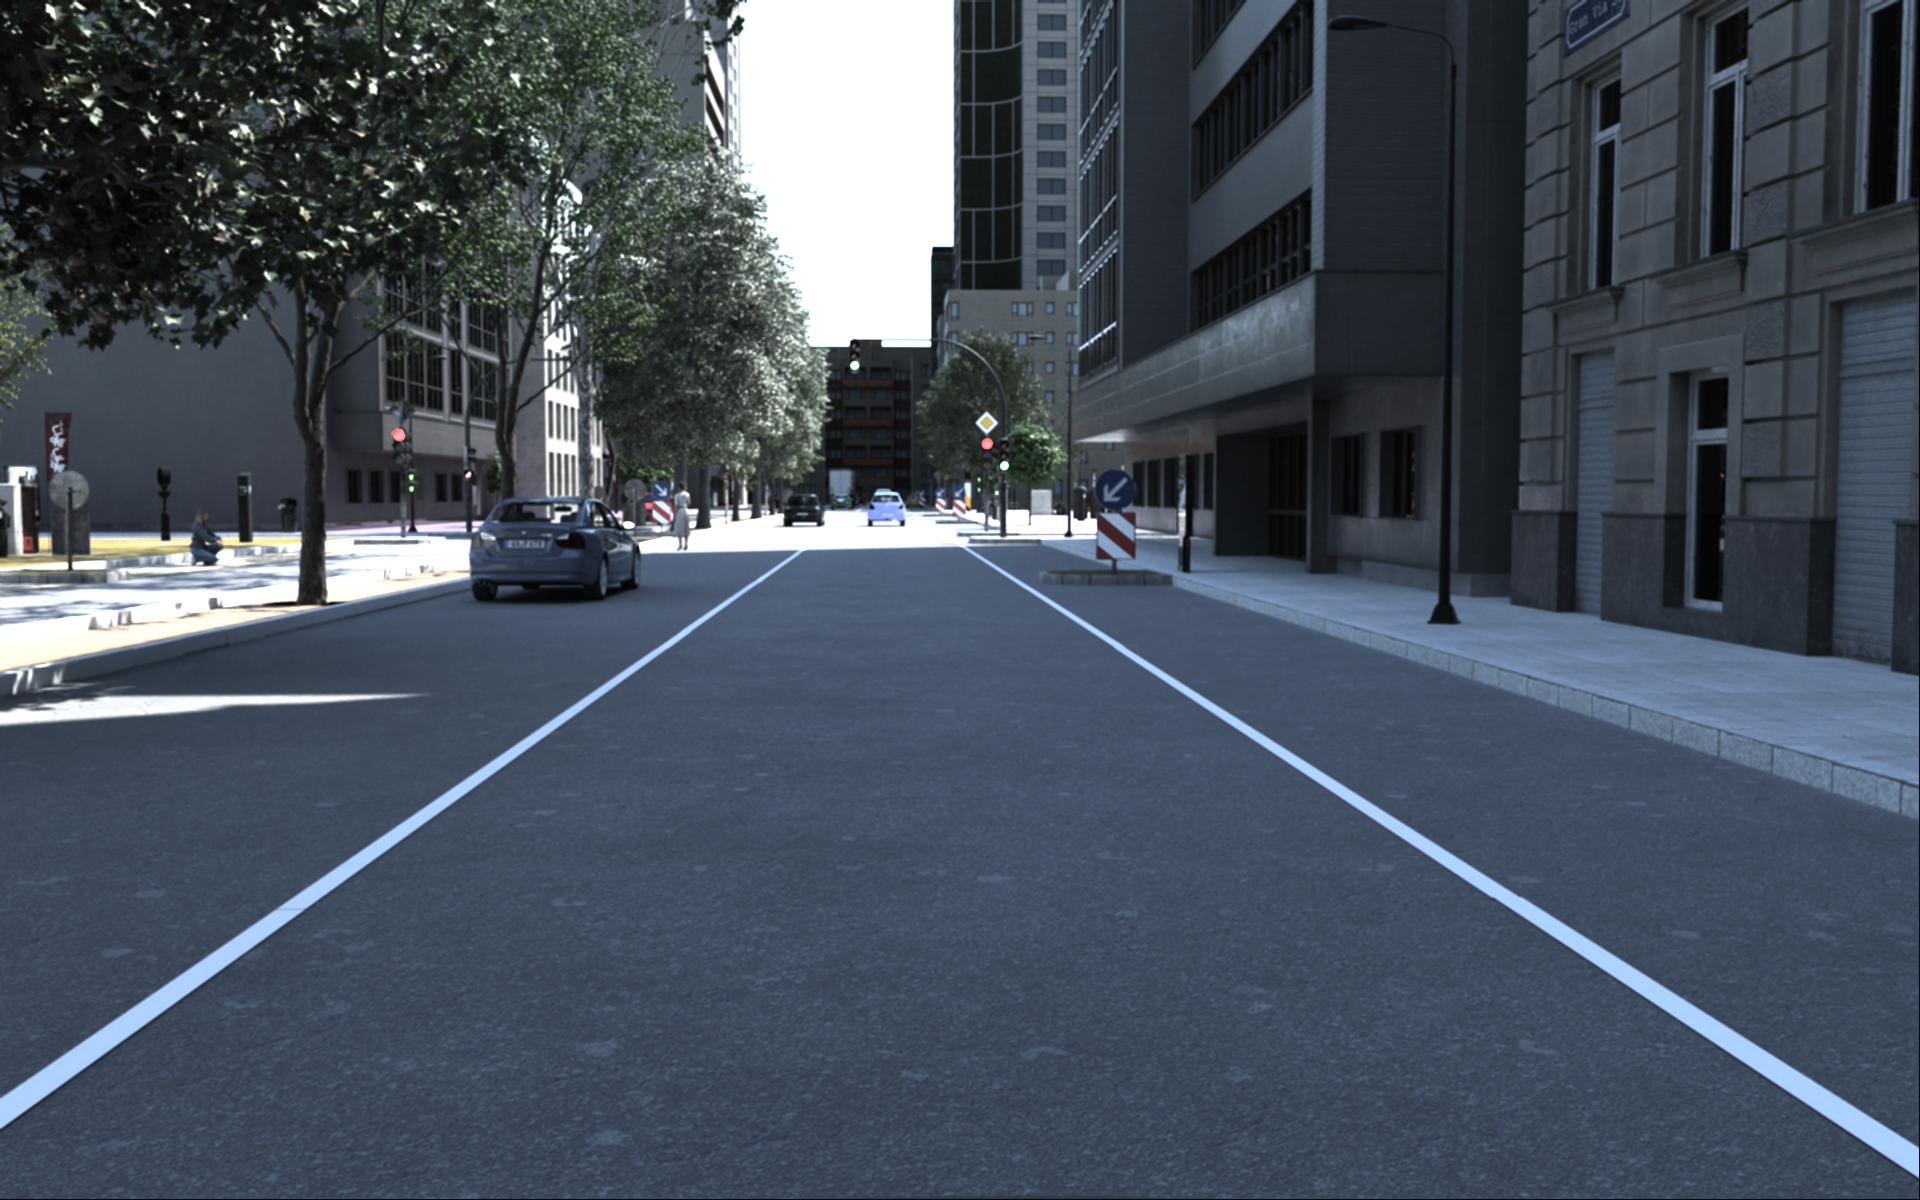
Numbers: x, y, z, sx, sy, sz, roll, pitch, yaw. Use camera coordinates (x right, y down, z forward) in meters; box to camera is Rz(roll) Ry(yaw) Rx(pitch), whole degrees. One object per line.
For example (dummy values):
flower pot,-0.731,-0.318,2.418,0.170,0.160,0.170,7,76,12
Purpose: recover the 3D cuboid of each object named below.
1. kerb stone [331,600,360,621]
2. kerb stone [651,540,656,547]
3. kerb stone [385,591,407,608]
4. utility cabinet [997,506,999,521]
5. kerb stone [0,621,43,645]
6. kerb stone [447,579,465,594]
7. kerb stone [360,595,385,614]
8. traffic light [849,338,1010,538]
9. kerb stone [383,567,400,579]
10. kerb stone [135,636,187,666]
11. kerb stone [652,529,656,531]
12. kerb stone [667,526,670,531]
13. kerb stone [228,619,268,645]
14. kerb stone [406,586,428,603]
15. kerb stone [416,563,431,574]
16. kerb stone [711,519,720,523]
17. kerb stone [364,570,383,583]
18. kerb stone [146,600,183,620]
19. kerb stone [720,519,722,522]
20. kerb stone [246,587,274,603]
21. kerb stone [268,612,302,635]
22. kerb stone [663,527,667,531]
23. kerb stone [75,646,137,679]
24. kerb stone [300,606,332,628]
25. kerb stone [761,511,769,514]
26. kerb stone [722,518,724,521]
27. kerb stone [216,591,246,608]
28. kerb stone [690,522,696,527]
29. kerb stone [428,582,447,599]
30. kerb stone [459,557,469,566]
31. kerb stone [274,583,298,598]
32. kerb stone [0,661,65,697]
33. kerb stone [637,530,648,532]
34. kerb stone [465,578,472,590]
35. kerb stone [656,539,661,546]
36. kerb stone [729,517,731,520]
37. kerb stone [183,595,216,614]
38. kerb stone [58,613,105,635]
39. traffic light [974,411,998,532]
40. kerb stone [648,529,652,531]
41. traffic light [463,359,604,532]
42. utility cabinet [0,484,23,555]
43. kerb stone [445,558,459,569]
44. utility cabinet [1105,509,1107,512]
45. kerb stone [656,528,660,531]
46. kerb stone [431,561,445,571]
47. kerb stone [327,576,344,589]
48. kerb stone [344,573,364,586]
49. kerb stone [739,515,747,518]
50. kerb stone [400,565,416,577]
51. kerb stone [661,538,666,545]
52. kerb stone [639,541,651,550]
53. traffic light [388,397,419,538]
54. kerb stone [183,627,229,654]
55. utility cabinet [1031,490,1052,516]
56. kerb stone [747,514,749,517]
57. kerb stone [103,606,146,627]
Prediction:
kerb stone,-7.182,0.133,20.025,0.120,0.150,1.000,0,4,-3
kerb stone,-8.376,-1.495,46.640,0.120,0.150,1.000,0,4,-3
kerb stone,-7.275,0.010,22.069,0.120,0.150,1.000,0,4,-3
utility cabinet,1.966,-4.463,81.647,0.318,1.500,1.173,1,4,11
kerb stone,-9.152,0.321,16.943,0.120,0.150,1.000,0,4,-3
kerb stone,-7.408,-0.180,25.139,0.120,0.150,1.000,0,4,-3
kerb stone,-7.223,0.070,21.047,0.120,0.150,1.000,0,4,-3
traffic light,-0.840,-4.645,50.611,4.771,5.953,1.251,0,4,-3
kerb stone,-9.689,-0.429,29.215,0.120,0.150,1.000,0,4,-3
kerb stone,-6.940,0.450,14.906,0.120,0.150,1.000,0,4,-3
kerb stone,-11.185,-2.460,62.526,0.120,0.150,1.000,0,4,-3
kerb stone,-11.381,-2.717,66.637,0.120,0.150,1.000,0,4,-3
kerb stone,-7.036,0.321,16.954,0.120,0.150,1.000,0,4,-3
kerb stone,-7.316,-0.055,23.094,0.120,0.150,1.000,0,4,-3
kerb stone,-9.788,-0.554,31.261,0.120,0.150,1.000,0,4,-3
kerb stone,-12.301,-3.966,87.136,0.120,0.150,1.000,0,4,-3
kerb stone,-9.644,-0.367,28.194,0.120,0.150,1.000,0,4,-3
kerb stone,-9.278,0.134,20.014,0.120,0.150,1.000,0,4,-3
kerb stone,-12.344,-4.034,88.159,0.120,0.150,1.000,0,4,-3
kerb stone,-9.415,-0.054,23.076,0.120,0.150,1.000,0,4,-3
kerb stone,-7.086,0.261,17.975,0.120,0.150,1.000,0,4,-3
kerb stone,-11.329,-2.656,65.616,0.120,0.150,1.000,0,4,-3
kerb stone,-6.898,0.508,13.884,0.120,0.150,1.000,0,4,-3
kerb stone,-7.135,0.196,18.998,0.120,0.150,1.000,0,4,-3
kerb stone,-13.962,-6.228,124.025,0.120,0.150,1.000,0,4,-3
kerb stone,-12.386,-4.097,89.184,0.120,0.150,1.000,0,4,-3
kerb stone,-9.371,0.009,22.055,0.120,0.150,1.000,0,4,-3
kerb stone,-11.839,-3.345,76.885,0.120,0.150,1.000,0,4,-3
kerb stone,-7.366,-0.117,24.116,0.120,0.150,1.000,0,4,-3
kerb stone,-9.922,-0.742,34.327,0.120,0.150,1.000,0,4,-3
kerb stone,-9.467,-0.116,24.097,0.120,0.150,1.000,0,4,-3
kerb stone,-6.855,0.571,12.863,0.120,0.150,1.000,0,4,-3
kerb stone,-11.095,-2.341,60.471,0.120,0.150,1.000,0,4,-3
kerb stone,-7.457,-0.243,26.169,0.120,0.150,1.000,0,4,-3
kerb stone,-8.426,-1.557,47.662,0.120,0.150,1.000,0,4,-3
kerb stone,-12.580,-4.345,93.283,0.120,0.150,1.000,0,4,-3
kerb stone,-9.320,0.071,21.035,0.120,0.150,1.000,0,4,-3
kerb stone,-9.186,0.263,17.964,0.120,0.150,1.000,0,4,-3
traffic light,0.887,-4.275,58.823,0.839,4.253,0.868,0,4,-3
kerb stone,-11.149,-2.404,61.501,0.120,0.150,1.000,0,4,-3
traffic light,-14.370,-5.106,58.157,4.771,5.953,1.251,0,4,-3
utility cabinet,-20.288,-1.685,36.229,1.173,1.500,0.318,0,4,1
kerb stone,-9.871,-0.680,33.307,0.120,0.150,1.000,0,4,-3
utility cabinet,7.553,-4.987,92.692,1.020,1.237,0.306,-2,4,-25
kerb stone,-11.239,-2.530,63.553,0.120,0.150,1.000,0,4,-3
kerb stone,-9.830,-0.616,32.285,0.120,0.150,1.000,0,4,-3
kerb stone,-9.548,-0.236,26.140,0.120,0.150,1.000,0,4,-3
kerb stone,-9.603,-0.300,27.165,0.120,0.150,1.000,0,4,-3
kerb stone,-13.093,-5.037,104.545,0.120,0.150,1.000,0,4,-3
kerb stone,-9.737,-0.492,30.240,0.120,0.150,1.000,0,4,-3
kerb stone,-8.460,-1.620,48.683,0.120,0.150,1.000,0,4,-3
kerb stone,-8.333,-1.429,45.616,0.120,0.150,1.000,0,4,-3
traffic light,-16.097,-3.739,50.051,0.839,4.253,0.868,0,4,-3
kerb stone,-6.999,0.383,15.933,0.120,0.150,1.000,0,4,-3
utility cabinet,4.714,-5.607,100.345,1.173,1.500,0.318,0,4,0
kerb stone,-13.129,-5.099,105.567,0.120,0.150,1.000,0,4,-3
kerb stone,-9.234,0.196,18.993,0.120,0.150,1.000,0,4,-3
